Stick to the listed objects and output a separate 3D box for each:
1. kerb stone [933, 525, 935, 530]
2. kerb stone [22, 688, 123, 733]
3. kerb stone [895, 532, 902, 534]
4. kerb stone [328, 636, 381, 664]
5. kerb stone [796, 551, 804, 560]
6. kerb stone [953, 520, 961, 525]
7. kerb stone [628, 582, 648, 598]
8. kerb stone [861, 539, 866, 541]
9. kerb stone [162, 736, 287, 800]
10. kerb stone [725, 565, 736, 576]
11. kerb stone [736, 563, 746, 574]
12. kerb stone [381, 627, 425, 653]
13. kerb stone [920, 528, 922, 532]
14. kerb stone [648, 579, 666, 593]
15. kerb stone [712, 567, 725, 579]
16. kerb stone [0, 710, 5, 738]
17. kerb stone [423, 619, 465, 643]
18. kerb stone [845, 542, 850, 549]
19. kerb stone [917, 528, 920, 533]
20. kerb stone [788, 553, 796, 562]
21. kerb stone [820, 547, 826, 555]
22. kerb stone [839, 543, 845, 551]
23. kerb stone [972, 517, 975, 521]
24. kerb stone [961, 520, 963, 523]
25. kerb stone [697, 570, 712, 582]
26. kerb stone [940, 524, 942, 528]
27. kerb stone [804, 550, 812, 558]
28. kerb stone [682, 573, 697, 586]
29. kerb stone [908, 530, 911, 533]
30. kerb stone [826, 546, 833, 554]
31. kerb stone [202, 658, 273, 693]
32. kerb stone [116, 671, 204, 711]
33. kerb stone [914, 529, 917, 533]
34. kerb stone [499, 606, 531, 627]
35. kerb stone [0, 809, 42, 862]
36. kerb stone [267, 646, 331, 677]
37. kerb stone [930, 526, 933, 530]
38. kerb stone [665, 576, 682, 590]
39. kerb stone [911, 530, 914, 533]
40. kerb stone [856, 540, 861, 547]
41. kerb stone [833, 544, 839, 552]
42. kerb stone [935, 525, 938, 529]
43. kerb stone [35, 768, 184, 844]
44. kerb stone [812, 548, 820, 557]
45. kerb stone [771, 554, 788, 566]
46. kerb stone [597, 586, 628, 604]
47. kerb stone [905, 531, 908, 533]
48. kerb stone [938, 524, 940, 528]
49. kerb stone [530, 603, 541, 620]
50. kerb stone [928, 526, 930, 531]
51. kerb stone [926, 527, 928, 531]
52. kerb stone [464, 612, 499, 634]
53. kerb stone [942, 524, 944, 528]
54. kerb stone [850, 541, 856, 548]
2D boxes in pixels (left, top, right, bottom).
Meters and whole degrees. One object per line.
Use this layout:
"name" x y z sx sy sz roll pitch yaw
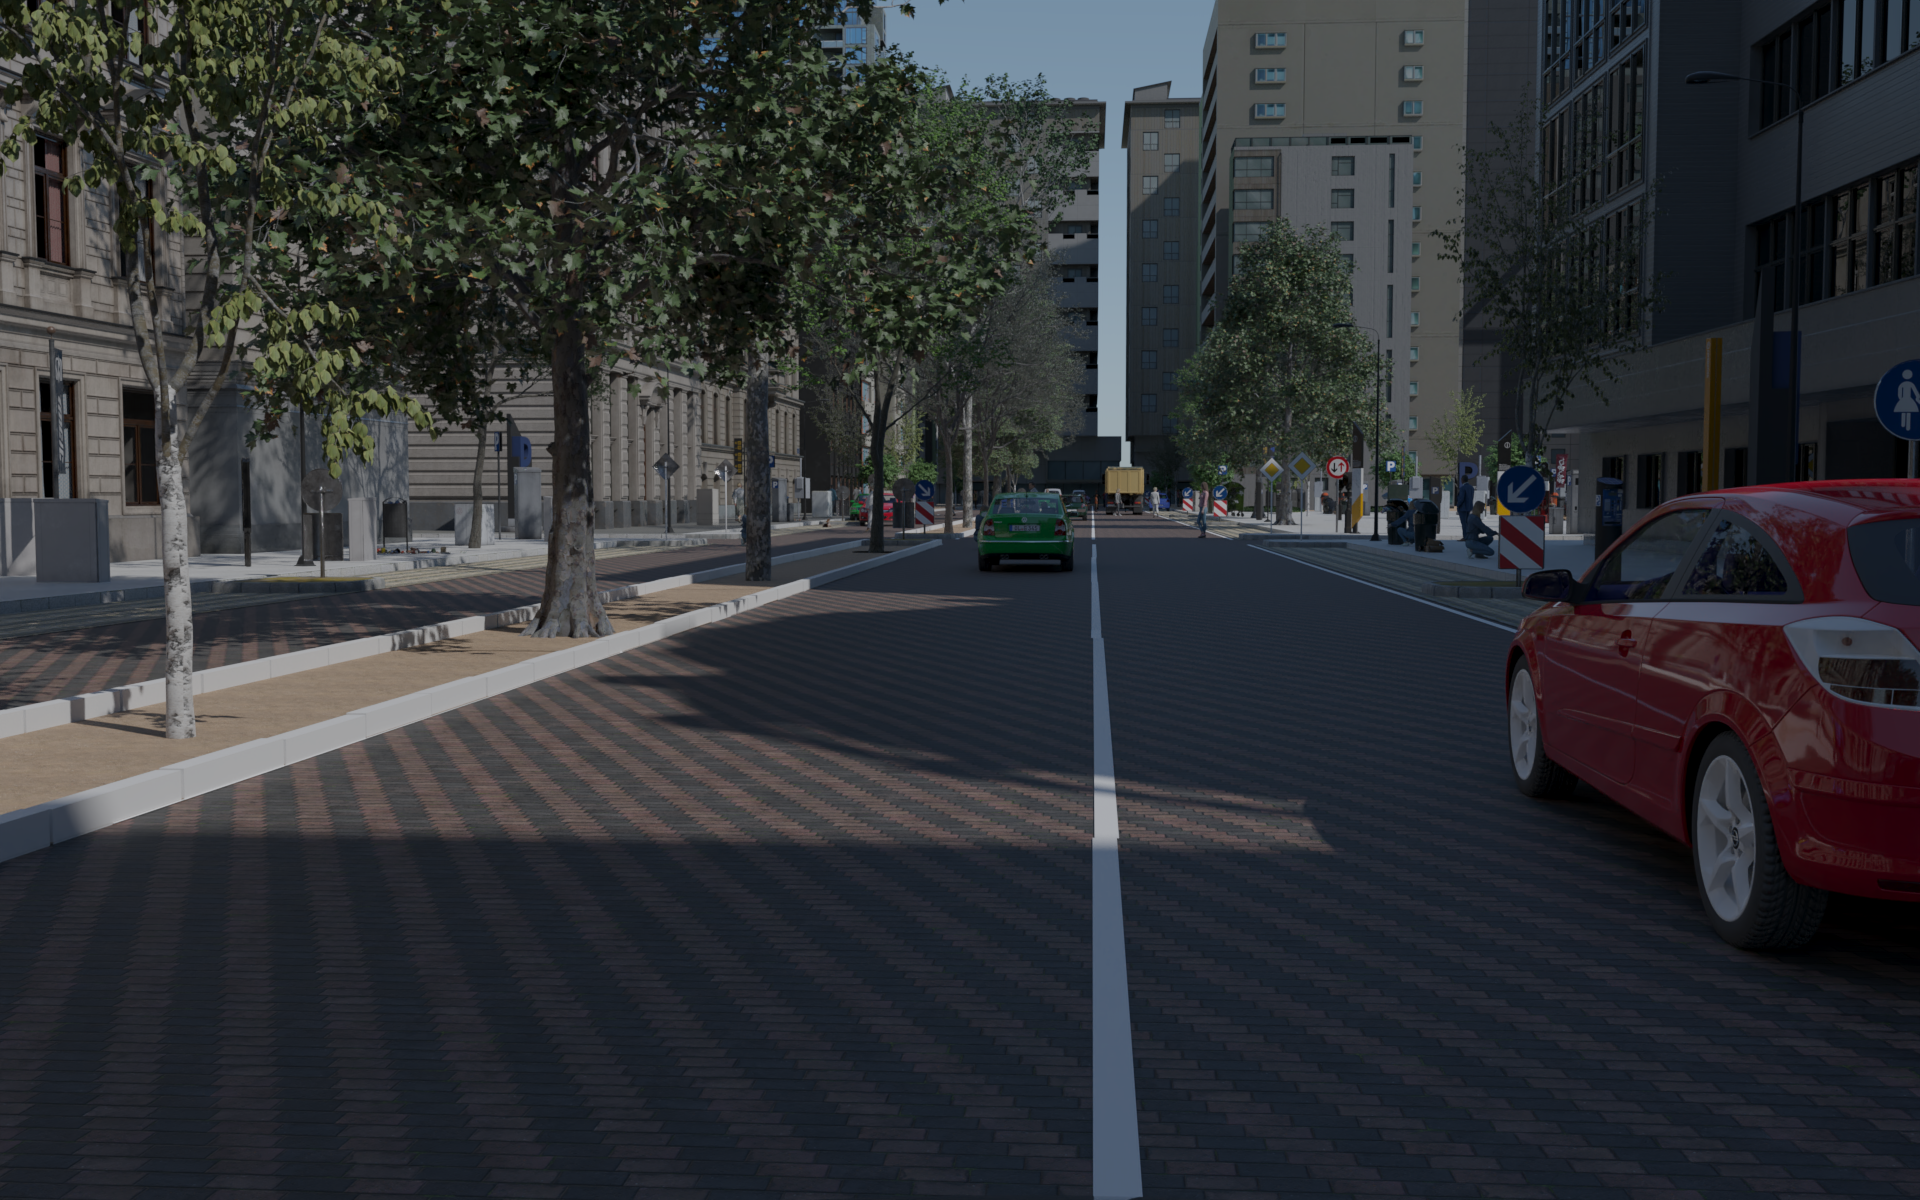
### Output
"kerb stone" -1.179 -2.838 68.589 0.120 0.150 1.000 0 4 4
"kerb stone" -5.588 0.698 10.825 0.120 0.150 1.000 0 4 4
"kerb stone" -2.048 -2.150 57.354 0.120 0.150 1.000 0 4 4
"kerb stone" -5.276 0.445 14.923 0.120 0.150 1.000 0 4 4
"kerb stone" -3.561 -0.933 37.445 0.120 0.150 1.000 0 4 4
"kerb stone" -0.166 -3.652 81.905 0.120 0.150 1.000 0 4 4
"kerb stone" -4.573 -0.118 24.133 0.120 0.150 1.000 0 4 4
"kerb stone" -2.770 -1.559 47.680 0.120 0.150 1.000 0 4 4
"kerb stone" -3.648 0.832 8.598 0.120 0.150 1.000 0 4 4
"kerb stone" -4.113 -0.494 30.268 0.120 0.150 1.000 0 4 4
"kerb stone" -4.037 -0.556 31.291 0.120 0.150 1.000 0 4 4
"kerb stone" -5.198 0.387 15.948 0.120 0.150 1.000 0 4 4
"kerb stone" -1.577 -2.521 63.473 0.120 0.150 1.000 0 4 4
"kerb stone" -4.496 -0.176 25.156 0.120 0.150 1.000 0 4 4
"kerb stone" -4.178 -0.431 29.247 0.120 0.150 1.000 0 4 4
"kerb stone" -5.667 0.759 9.806 0.120 0.150 1.000 0 4 4
"kerb stone" -5.121 0.319 16.972 0.120 0.150 1.000 0 4 4
"kerb stone" -3.020 -1.370 44.593 0.120 0.150 1.000 0 4 4
"kerb stone" -1.647 -2.461 62.453 0.120 0.150 1.000 0 4 4
"kerb stone" -3.645 -0.870 36.424 0.120 0.150 1.000 0 4 4
"kerb stone" -3.327 -1.120 40.511 0.120 0.150 1.000 0 4 4
"kerb stone" -3.090 -1.307 43.567 0.120 0.150 1.000 0 4 4
"kerb stone" 0.918 -4.528 96.229 0.120 0.150 1.000 0 4 4
"kerb stone" -0.089 -3.714 82.925 0.120 0.150 1.000 0 4 4
"kerb stone" -4.258 -0.368 28.223 0.120 0.150 1.000 0 4 4
"kerb stone" -0.947 -3.026 71.670 0.120 0.150 1.000 0 4 4
"kerb stone" -3.479 -0.995 38.464 0.120 0.150 1.000 0 4 4
"kerb stone" -4.342 -0.303 27.199 0.120 0.150 1.000 0 4 4
"kerb stone" -1.886 -2.275 59.395 0.120 0.150 1.000 0 4 4
"kerb stone" -3.243 -1.182 41.529 0.120 0.150 1.000 0 4 4
"kerb stone" -5.428 0.571 12.883 0.120 0.150 1.000 0 4 4
"kerb stone" -5.510 0.633 11.855 0.120 0.150 1.000 0 4 4
"kerb stone" -1.727 -2.395 61.434 0.120 0.150 1.000 0 4 4
"kerb stone" -4.959 0.195 19.009 0.120 0.150 1.000 0 4 4
"kerb stone" -3.805 0.957 6.559 0.120 0.150 1.000 0 4 4
"kerb stone" -5.351 0.507 13.904 0.120 0.150 1.000 0 4 4
"kerb stone" -1.258 -2.772 67.569 0.120 0.150 1.000 0 4 4
"kerb stone" -4.424 -0.244 26.180 0.120 0.150 1.000 0 4 4
"kerb stone" -1.806 -2.337 60.414 0.120 0.150 1.000 0 4 4
"kerb stone" -2.852 -1.495 46.645 0.120 0.150 1.000 0 4 4
"kerb stone" -3.170 -1.245 42.549 0.120 0.150 1.000 0 4 4
"kerb stone" -1.105 -2.900 69.616 0.120 0.150 1.000 0 4 4
"kerb stone" -3.728 0.898 7.579 0.120 0.150 1.000 0 4 4
"kerb stone" -3.396 -1.053 39.483 0.120 0.150 1.000 0 4 4
"kerb stone" -3.719 -0.802 35.392 0.120 0.150 1.000 0 4 4
"kerb stone" -4.654 -0.052 23.111 0.120 0.150 1.000 0 4 4
"kerb stone" -1.953 -2.211 58.372 0.120 0.150 1.000 0 4 4
"kerb stone" -1.022 -2.963 70.645 0.120 0.150 1.000 0 4 4
"kerb stone" -4.885 0.133 20.034 0.120 0.150 1.000 0 4 4
"kerb stone" -1.340 -2.713 66.549 0.120 0.150 1.000 0 4 4
"kerb stone" -1.419 -2.650 65.528 0.120 0.150 1.000 0 4 4
"kerb stone" -5.041 0.257 17.991 0.120 0.150 1.000 0 4 4
"kerb stone" -0.874 -3.083 72.704 0.120 0.150 1.000 0 4 4
"kerb stone" -2.933 -1.433 45.626 0.120 0.150 1.000 0 4 4
